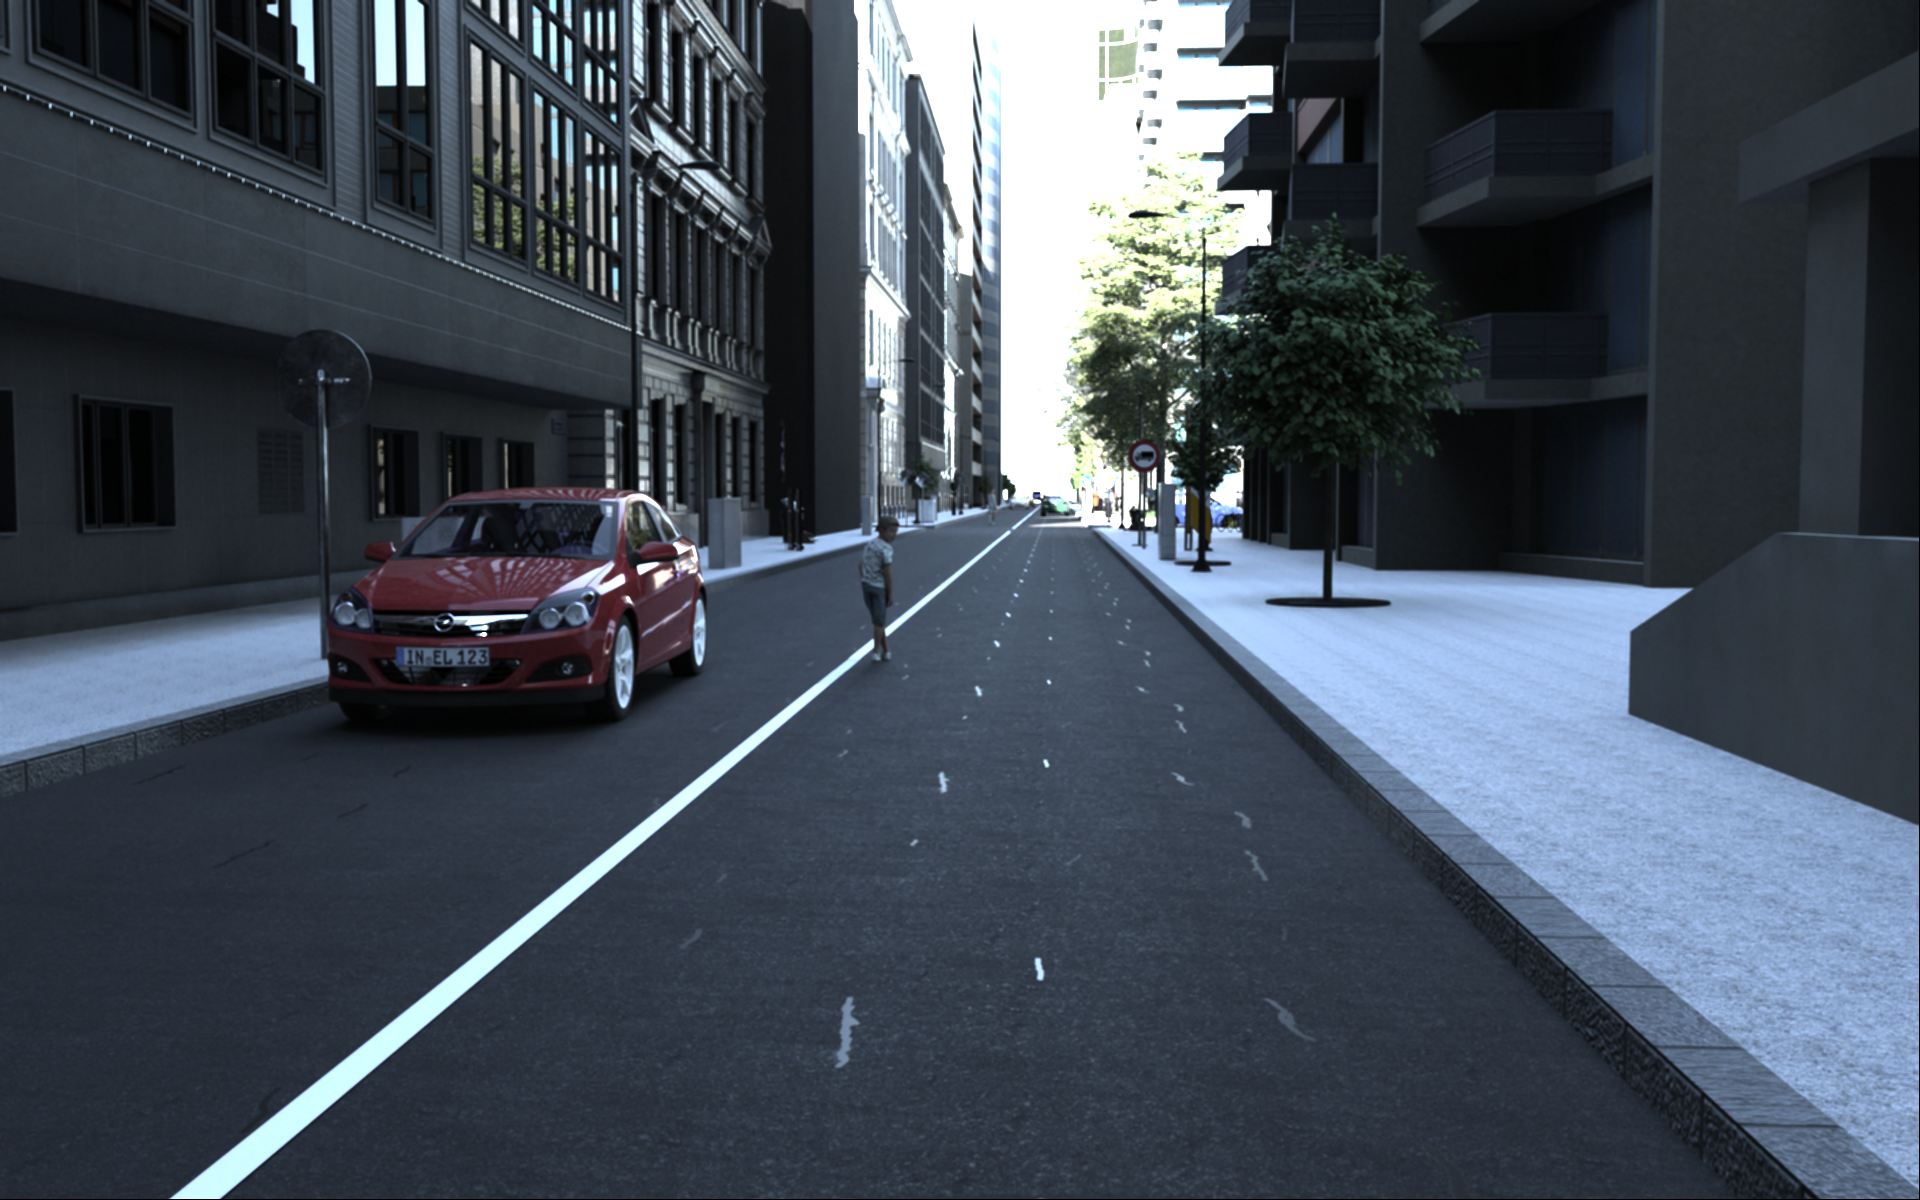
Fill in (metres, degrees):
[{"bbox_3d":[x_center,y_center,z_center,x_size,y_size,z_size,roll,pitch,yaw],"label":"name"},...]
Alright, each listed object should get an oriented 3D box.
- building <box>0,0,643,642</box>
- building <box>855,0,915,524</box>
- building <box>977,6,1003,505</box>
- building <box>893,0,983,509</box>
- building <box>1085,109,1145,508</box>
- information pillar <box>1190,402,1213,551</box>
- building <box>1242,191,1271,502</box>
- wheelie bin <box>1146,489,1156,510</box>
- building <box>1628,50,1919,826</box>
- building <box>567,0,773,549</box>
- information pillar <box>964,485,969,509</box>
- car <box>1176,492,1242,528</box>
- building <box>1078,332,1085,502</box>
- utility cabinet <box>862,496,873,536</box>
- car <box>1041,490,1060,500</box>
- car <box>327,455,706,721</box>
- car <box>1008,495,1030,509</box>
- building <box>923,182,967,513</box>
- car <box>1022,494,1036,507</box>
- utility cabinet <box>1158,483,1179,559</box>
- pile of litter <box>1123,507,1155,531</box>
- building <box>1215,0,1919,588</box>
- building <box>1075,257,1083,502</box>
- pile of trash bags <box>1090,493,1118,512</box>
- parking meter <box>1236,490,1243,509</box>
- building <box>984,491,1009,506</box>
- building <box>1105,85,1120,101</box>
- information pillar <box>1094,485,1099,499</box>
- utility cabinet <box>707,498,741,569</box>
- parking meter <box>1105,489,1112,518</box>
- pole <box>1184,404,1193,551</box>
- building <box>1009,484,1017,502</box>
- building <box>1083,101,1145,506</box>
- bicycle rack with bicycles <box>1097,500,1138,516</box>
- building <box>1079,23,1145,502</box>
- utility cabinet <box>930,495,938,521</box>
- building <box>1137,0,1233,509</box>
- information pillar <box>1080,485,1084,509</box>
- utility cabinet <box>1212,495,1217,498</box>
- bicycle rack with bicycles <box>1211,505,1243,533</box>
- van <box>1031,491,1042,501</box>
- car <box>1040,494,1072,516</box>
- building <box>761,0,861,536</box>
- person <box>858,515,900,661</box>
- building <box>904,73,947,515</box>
[{"bbox_3d":[-13.360,-13.834,19.687,14.314,27.812,24.014,0,4,3],"label":"building"},{"bbox_3d":[-9.618,-18.202,83.502,13.634,28.700,20.117,0,4,3],"label":"building"},{"bbox_3d":[-5.853,-40.686,207.213,21.231,58.520,28.212,0,4,3],"label":"building"},{"bbox_3d":[-9.031,-32.713,158.556,21.300,48.544,21.600,0,4,3],"label":"building"},{"bbox_3d":[28.550,-28.846,163.506,32.217,40.220,23.993,0,4,3],"label":"building"},{"bbox_3d":[5.434,-2.911,38.952,0.504,3.616,0.183,-1,4,-18],"label":"information pillar"},{"bbox_3d":[29.895,-14.645,84.485,28.899,21.520,27.650,0,4,3],"label":"building"},{"bbox_3d":[12.297,-6.289,110.732,0.980,1.594,0.693,-1,4,-18],"label":"wheelie bin"},{"bbox_3d":[19.600,-18.911,1.074,32.217,40.220,23.993,0,4,3],"label":"building"},{"bbox_3d":[-10.792,-10.815,41.454,10.561,19.102,19.286,0,4,3],"label":"building"},{"bbox_3d":[0.519,-8.713,146.952,0.304,2.012,0.304,-3,4,-36],"label":"information pillar"},{"bbox_3d":[9.608,-3.630,68.941,3.694,1.707,1.945,0,4,3],"label":"car"},{"bbox_3d":[26.378,-31.350,284.266,14.160,30.474,14.107,0,4,3],"label":"building"},{"bbox_3d":[-2.890,-2.624,54.071,0.306,1.237,1.020,0,3,0],"label":"utility cabinet"},{"bbox_3d":[9.570,-10.471,179.873,2.281,1.827,5.304,0,4,5],"label":"car"},{"bbox_3d":[-2.973,-0.199,12.288,2.155,1.783,4.494,0,4,1],"label":"car"},{"bbox_3d":[5.703,-9.449,166.845,2.083,1.381,4.827,0,4,1],"label":"car"},{"bbox_3d":[-6.353,-20.415,131.044,12.463,27.353,25.104,0,4,3],"label":"building"},{"bbox_3d":[7.333,-11.004,190.137,2.015,1.641,3.980,0,4,3],"label":"car"},{"bbox_3d":[4.101,-1.563,34.227,0.318,1.500,1.173,0,4,4],"label":"utility cabinet"},{"bbox_3d":[6.336,-2.852,60.590,1.176,0.858,1.719,0,4,-8],"label":"pile of litter"},{"bbox_3d":[17.045,-23.295,35.493,22.147,44.769,28.867,0,4,3],"label":"building"},{"bbox_3d":[26.942,-37.607,298.463,14.154,41.232,14.086,0,4,3],"label":"building"},{"bbox_3d":[10.221,-7.031,124.703,1.912,1.369,3.447,1,4,23],"label":"pile of trash bags"},{"bbox_3d":[15.506,-5.358,96.013,0.372,1.533,0.369,0,3,0],"label":"parking meter"},{"bbox_3d":[-9.937,-33.813,244.725,32.217,40.220,23.993,0,4,3],"label":"building"},{"bbox_3d":[26.858,-35.805,205.017,23.786,49.044,30.456,0,4,3],"label":"building"},{"bbox_3d":[10.798,-8.104,136.985,0.304,2.012,0.304,-1,4,-9],"label":"information pillar"},{"bbox_3d":[-4.093,-1.159,30.105,0.306,1.237,1.020,1,4,10],"label":"utility cabinet"},{"bbox_3d":[7.908,-5.125,92.211,0.372,1.533,0.369,0,3,0],"label":"parking meter"},{"bbox_3d":[5.194,-2.779,39.281,0.158,3.312,0.155,0,3,0],"label":"pole"},{"bbox_3d":[-6.644,-36.736,292.513,32.217,40.220,23.993,0,4,3],"label":"building"},{"bbox_3d":[20.546,-30.565,183.338,14.154,41.232,14.086,0,4,3],"label":"building"},{"bbox_3d":[9.266,-5.433,102.216,2.852,0.926,2.925,0,4,-7],"label":"bicycle rack with bicycles"},{"bbox_3d":[28.729,-50.594,265.456,20.563,71.187,20.611,0,4,3],"label":"building"},{"bbox_3d":[-1.242,-4.363,82.500,0.306,1.237,1.020,0,4,-5],"label":"utility cabinet"},{"bbox_3d":[24.791,-31.258,130.669,23.786,49.044,30.456,0,4,3],"label":"building"},{"bbox_3d":[10.194,-8.606,145.195,0.304,2.012,0.304,0,4,-6],"label":"information pillar"},{"bbox_3d":[14.900,-5.684,104.094,1.020,1.237,0.306,0,4,-4],"label":"utility cabinet"},{"bbox_3d":[8.945,-2.725,57.930,2.852,0.926,2.925,-1,4,-9],"label":"bicycle rack with bicycles"},{"bbox_3d":[13.310,-18.175,301.548,2.240,2.365,5.245,0,4,2],"label":"van"},{"bbox_3d":[6.241,-6.207,113.274,2.131,1.459,4.920,0,4,5],"label":"car"},{"bbox_3d":[-11.934,-13.975,58.174,15.834,23.373,12.332,0,4,3],"label":"building"},{"bbox_3d":[-0.696,-0.106,14.912,0.352,1.250,0.332,0,4,-5],"label":"person"},{"bbox_3d":[-8.625,-19.084,105.534,14.314,27.812,24.014,0,4,3],"label":"building"}]
